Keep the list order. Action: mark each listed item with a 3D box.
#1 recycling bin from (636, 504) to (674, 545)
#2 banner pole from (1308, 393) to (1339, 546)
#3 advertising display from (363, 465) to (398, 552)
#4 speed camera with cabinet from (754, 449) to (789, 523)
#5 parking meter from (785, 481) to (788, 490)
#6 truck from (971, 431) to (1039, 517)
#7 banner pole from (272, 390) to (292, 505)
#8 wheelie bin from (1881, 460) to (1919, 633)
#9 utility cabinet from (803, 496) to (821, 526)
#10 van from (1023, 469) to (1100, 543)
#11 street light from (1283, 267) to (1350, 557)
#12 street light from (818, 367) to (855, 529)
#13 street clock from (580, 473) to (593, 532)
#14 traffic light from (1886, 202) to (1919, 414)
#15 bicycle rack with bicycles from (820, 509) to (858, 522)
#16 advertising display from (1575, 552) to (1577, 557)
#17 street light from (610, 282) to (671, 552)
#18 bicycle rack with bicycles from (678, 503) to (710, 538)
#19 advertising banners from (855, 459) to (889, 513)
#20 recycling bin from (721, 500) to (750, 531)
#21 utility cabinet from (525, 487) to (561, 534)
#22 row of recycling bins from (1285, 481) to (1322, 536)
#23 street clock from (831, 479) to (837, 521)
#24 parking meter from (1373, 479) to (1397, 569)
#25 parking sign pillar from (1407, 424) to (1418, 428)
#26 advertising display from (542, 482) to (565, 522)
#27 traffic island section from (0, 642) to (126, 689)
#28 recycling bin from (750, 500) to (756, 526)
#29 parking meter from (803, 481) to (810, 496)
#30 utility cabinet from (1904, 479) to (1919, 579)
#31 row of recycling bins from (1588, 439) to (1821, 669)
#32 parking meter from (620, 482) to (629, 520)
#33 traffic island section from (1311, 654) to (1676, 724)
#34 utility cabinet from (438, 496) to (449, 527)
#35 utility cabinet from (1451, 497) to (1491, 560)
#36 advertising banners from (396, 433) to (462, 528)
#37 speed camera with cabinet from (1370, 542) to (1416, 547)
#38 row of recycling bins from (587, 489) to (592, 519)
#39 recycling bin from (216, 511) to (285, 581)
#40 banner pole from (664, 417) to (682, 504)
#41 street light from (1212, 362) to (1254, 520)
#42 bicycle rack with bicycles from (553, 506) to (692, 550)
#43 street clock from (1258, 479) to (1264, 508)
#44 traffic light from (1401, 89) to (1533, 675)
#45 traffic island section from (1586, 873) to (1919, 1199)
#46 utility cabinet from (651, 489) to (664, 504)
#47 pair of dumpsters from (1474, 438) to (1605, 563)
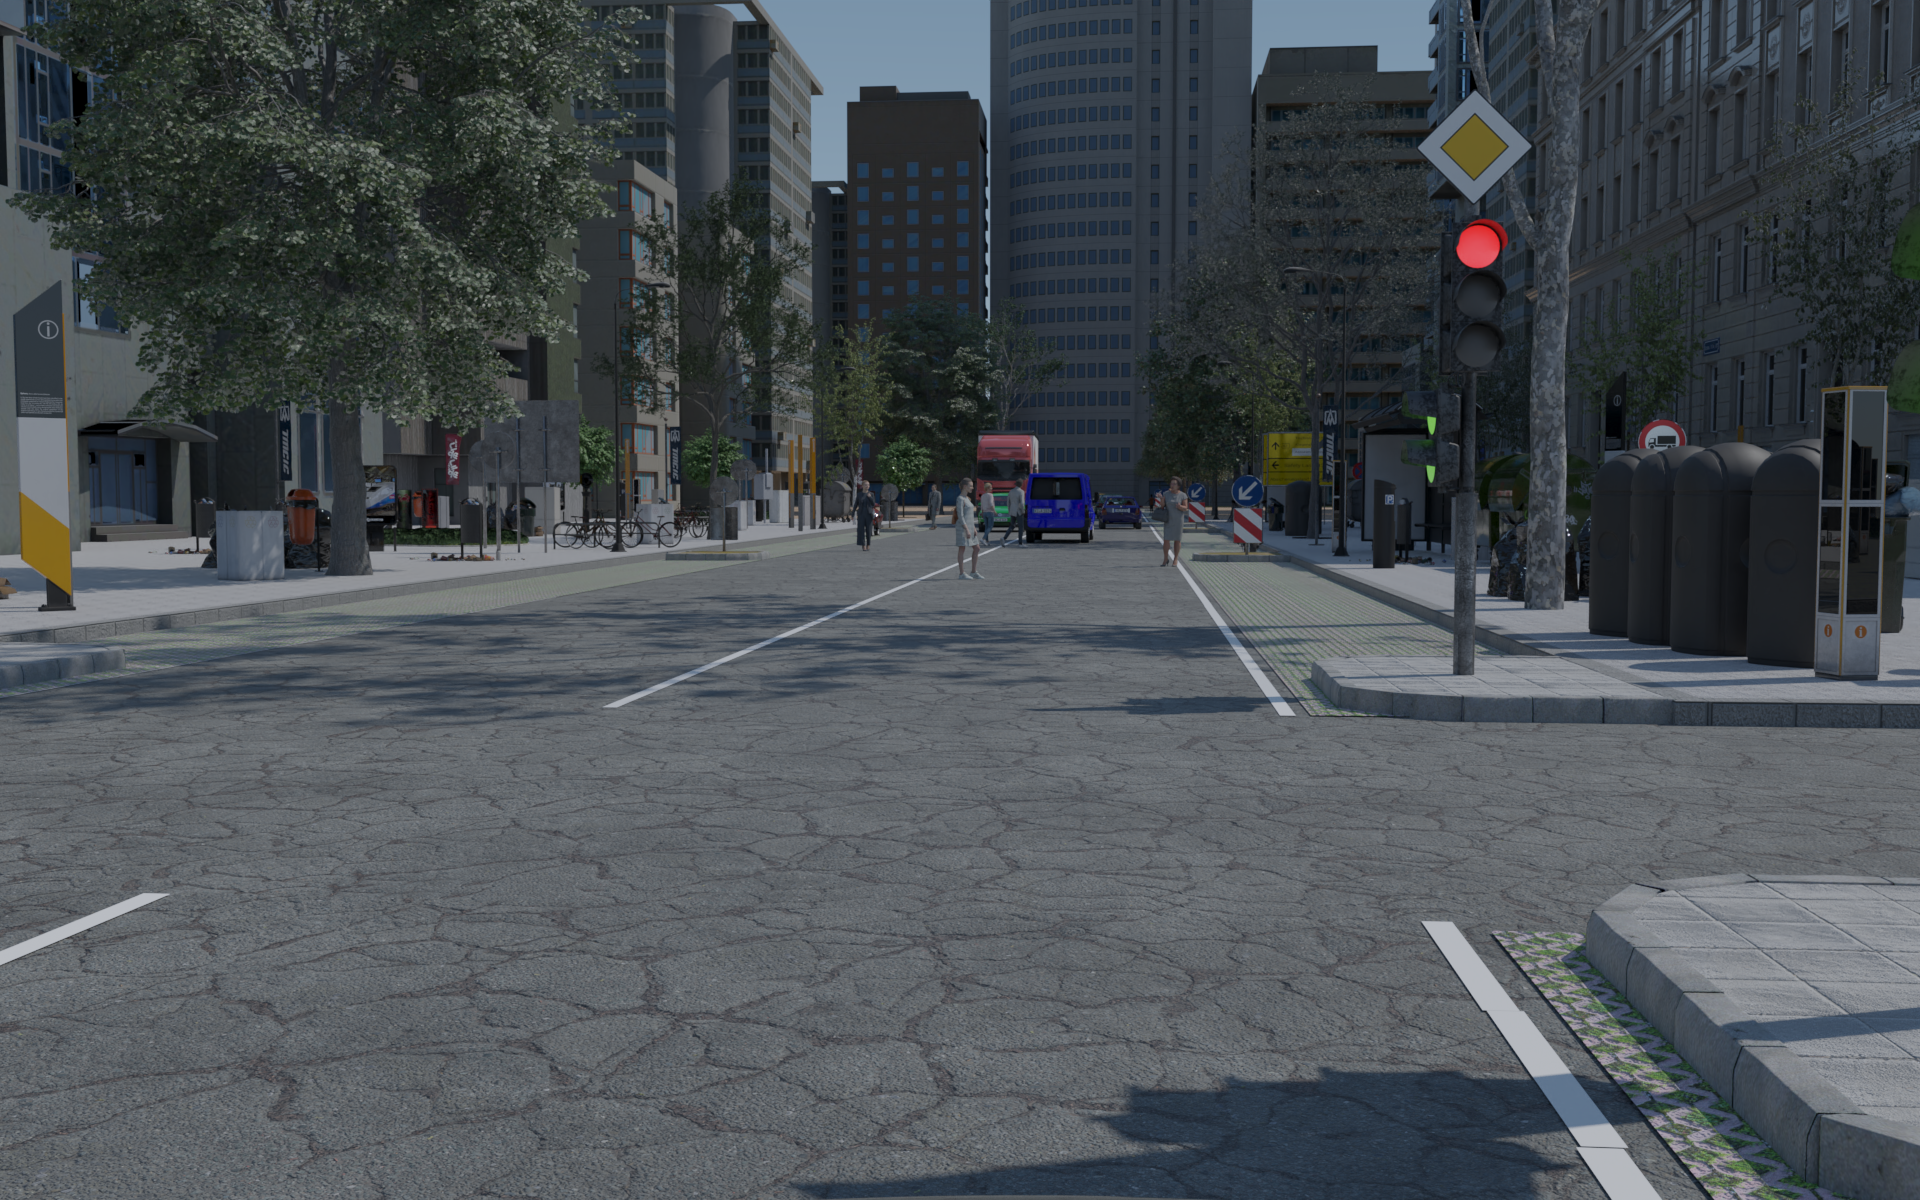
[{"bbox_3d":[-7.809,-1.944,44.341,0.722,1.027,0.722,-3,5,-39],"label":"recycling bin"},{"bbox_3d":[9.063,-3.242,43.030,0.401,3.779,0.863,-3,5,-40],"label":"banner pole"},{"bbox_3d":[-13.039,-2.041,38.590,0.974,1.923,0.123,0,4,-7],"label":"advertising display"},{"bbox_3d":[-8.245,-5.016,76.353,0.660,3.252,2.038,2,4,32],"label":"speed camera with cabinet"},{"bbox_3d":[-7.828,-4.515,79.536,0.399,1.863,0.255,0,4,-7],"label":"parking meter"},{"bbox_3d":[2.195,-5.494,78.743,2.839,4.237,11.283,0,4,4],"label":"truck"},{"bbox_3d":[-15.931,-3.101,40.715,0.863,3.779,0.401,3,4,37],"label":"banner pole"},{"bbox_3d":[8.528,-0.507,16.202,0.980,1.594,0.693,2,4,25],"label":"wheelie bin"},{"bbox_3d":[-6.087,-3.618,70.322,0.306,1.237,1.020,2,4,35],"label":"utility cabinet"},{"bbox_3d":[3.051,-2.936,52.384,2.240,2.365,5.245,0,4,6],"label":"van"},{"bbox_3d":[7.319,-3.855,35.574,1.470,5.913,1.316,0,4,5],"label":"street light"},{"bbox_3d":[-4.521,-5.565,63.527,1.470,5.913,1.316,0,4,5],"label":"street light"},{"bbox_3d":[-12.567,-3.284,58.271,0.471,2.002,0.358,-1,4,-12],"label":"street clock"},{"bbox_3d":[2.795,-0.938,4.255,0.839,4.253,0.868,0,4,5],"label":"traffic light"},{"bbox_3d":[-5.798,-4.104,80.486,2.925,0.926,2.852,-1,4,-11],"label":"bicycle rack with bicycles"},{"bbox_3d":[12.408,-1.836,35.226,0.974,1.923,0.123,-2,4,-35],"label":"advertising display"},{"bbox_3d":[-7.038,-4.014,38.164,1.470,5.913,1.316,0,4,5],"label":"street light"},{"bbox_3d":[-8.261,-2.311,51.168,2.852,0.926,2.925,3,5,43],"label":"bicycle rack with bicycles"},{"bbox_3d":[-4.369,-5.480,85.784,2.074,3.025,0.090,2,4,34],"label":"advertising banners"},{"bbox_3d":[-7.941,-2.956,60.887,0.722,1.027,0.722,1,4,10],"label":"recycling bin"},{"bbox_3d":[-13.186,-2.819,54.762,1.173,1.500,0.318,2,4,27],"label":"utility cabinet"},{"bbox_3d":[10.745,-2.886,54.300,1.069,1.692,3.534,1,4,17],"label":"row of recycling bins"},{"bbox_3d":[-6.058,-4.798,83.022,0.358,2.002,0.471,-2,4,-28],"label":"street clock"},{"bbox_3d":[7.330,-1.315,29.913,0.372,1.533,0.369,0,3,0],"label":"parking meter"},{"bbox_3d":[16.928,-4.577,63.303,1.447,3.967,1.447,2,4,31],"label":"parking sign pillar"},{"bbox_3d":[-17.330,-4.198,73.850,0.974,1.923,0.123,0,4,7],"label":"advertising display"},{"bbox_3d":[-7.936,0.541,13.428,2.009,0.180,2.903,0,4,5],"label":"traffic island section"},{"bbox_3d":[-8.701,-3.534,70.341,0.722,1.027,0.722,0,4,1],"label":"recycling bin"},{"bbox_3d":[-6.917,-4.441,78.321,0.255,1.863,0.399,1,4,19],"label":"parking meter"},{"bbox_3d":[14.523,-1.062,26.037,0.318,1.500,1.173,1,4,10],"label":"utility cabinet"},{"bbox_3d":[6.267,-0.445,14.397,1.069,1.692,3.534,0,4,-4],"label":"row of recycling bins"},{"bbox_3d":[-16.349,-4.824,84.581,0.399,1.863,0.255,2,4,24],"label":"parking meter"},{"bbox_3d":[3.602,0.610,12.313,2.009,0.180,2.903,0,4,5],"label":"traffic island section"},{"bbox_3d":[-16.617,-2.710,55.463,0.306,1.237,1.020,-2,4,-30],"label":"utility cabinet"},{"bbox_3d":[10.078,-1.372,33.597,1.020,1.237,0.306,0,4,0],"label":"utility cabinet"},{"bbox_3d":[-15.203,-3.263,49.540,2.074,3.025,0.090,-3,4,-38],"label":"advertising banners"},{"bbox_3d":[11.069,-2.924,42.151,2.038,3.252,0.660,0,4,-8],"label":"speed camera with cabinet"},{"bbox_3d":[-20.668,-4.995,88.786,3.534,1.692,1.069,0,4,-3],"label":"row of recycling bins"},{"bbox_3d":[-10.645,-0.821,25.980,0.722,1.027,0.722,3,5,40],"label":"recycling bin"},{"bbox_3d":[-9.400,-4.066,56.503,0.863,3.779,0.401,2,4,31],"label":"banner pole"},{"bbox_3d":[9.690,-5.387,60.623,1.470,5.913,1.316,0,4,5],"label":"street light"},{"bbox_3d":[-8.389,-1.680,40.847,2.925,0.926,2.852,1,4,20],"label":"bicycle rack with bicycles"},{"bbox_3d":[14.869,-4.974,85.891,0.471,2.002,0.358,0,4,-6],"label":"street clock"},{"bbox_3d":[3.563,-1.424,12.203,0.839,4.253,0.868,0,4,5],"label":"traffic light"},{"bbox_3d":[2.834,1.096,4.365,2.009,0.180,2.903,0,4,5],"label":"traffic island section"},{"bbox_3d":[-13.779,-4.303,79.035,0.318,1.500,1.173,-2,4,-24],"label":"utility cabinet"},{"bbox_3d":[9.927,-1.697,30.248,1.574,2.255,4.437,0,4,5],"label":"pair of dumpsters"}]
